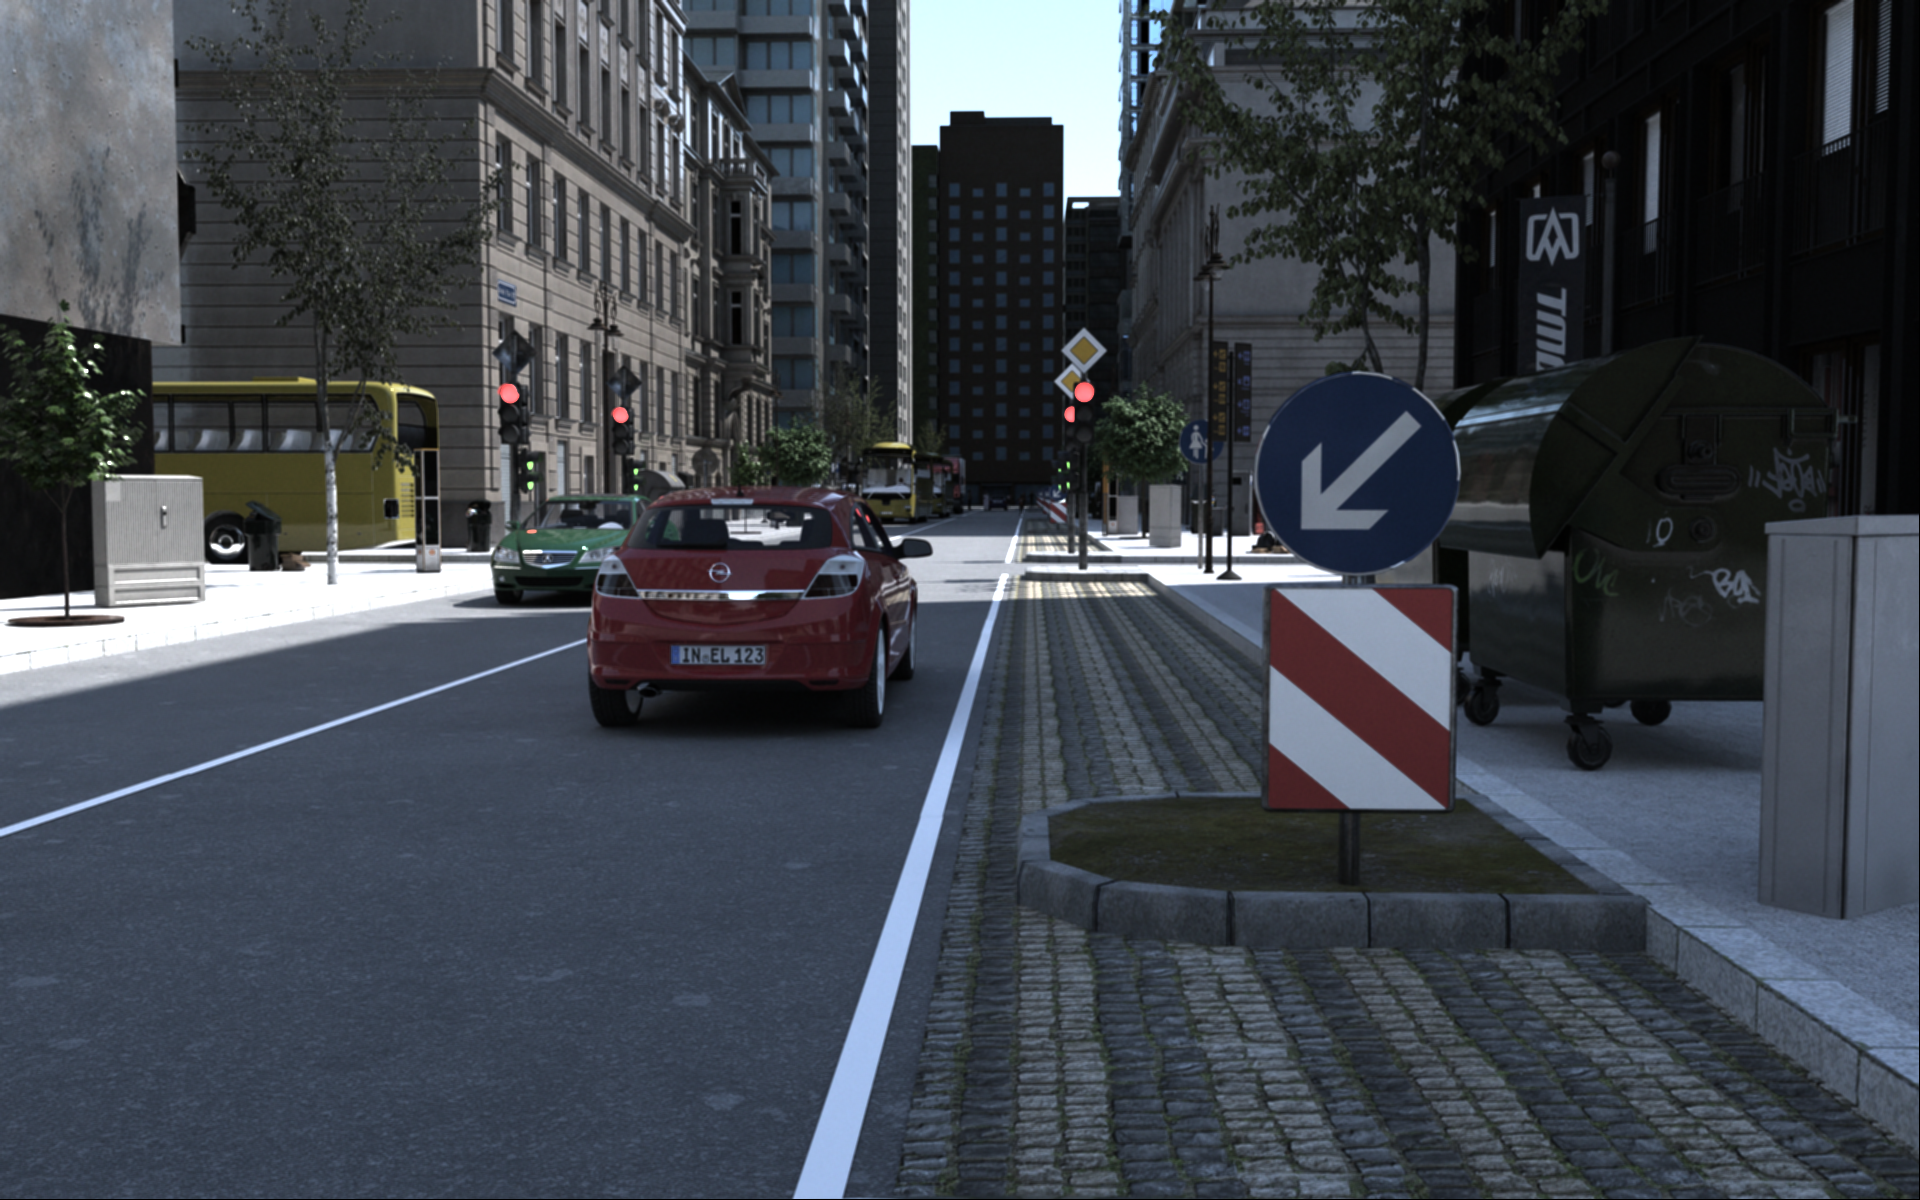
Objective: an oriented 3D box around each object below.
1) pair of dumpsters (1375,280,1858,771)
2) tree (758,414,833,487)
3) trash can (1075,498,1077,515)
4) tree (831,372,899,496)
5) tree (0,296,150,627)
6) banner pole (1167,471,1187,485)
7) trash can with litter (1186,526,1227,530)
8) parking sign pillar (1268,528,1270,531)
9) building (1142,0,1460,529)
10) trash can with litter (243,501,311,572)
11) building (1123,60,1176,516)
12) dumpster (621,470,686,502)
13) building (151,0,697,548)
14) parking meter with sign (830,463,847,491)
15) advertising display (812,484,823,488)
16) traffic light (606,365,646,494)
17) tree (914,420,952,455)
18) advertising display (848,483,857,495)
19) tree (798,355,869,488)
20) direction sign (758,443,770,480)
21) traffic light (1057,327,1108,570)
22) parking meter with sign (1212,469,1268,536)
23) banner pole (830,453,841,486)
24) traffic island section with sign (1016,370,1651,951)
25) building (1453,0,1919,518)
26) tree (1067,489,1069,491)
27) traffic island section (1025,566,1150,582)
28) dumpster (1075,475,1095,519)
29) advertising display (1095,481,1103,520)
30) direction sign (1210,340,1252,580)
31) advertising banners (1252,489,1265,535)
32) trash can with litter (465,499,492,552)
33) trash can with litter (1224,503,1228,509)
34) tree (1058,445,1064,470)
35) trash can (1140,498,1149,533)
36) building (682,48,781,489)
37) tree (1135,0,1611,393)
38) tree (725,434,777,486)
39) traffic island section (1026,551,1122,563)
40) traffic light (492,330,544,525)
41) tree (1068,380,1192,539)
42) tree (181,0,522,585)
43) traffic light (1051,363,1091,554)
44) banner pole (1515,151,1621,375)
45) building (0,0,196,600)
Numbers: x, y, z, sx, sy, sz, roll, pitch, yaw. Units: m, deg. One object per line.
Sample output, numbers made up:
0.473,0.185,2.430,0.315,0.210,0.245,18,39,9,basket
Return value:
3.412,-0.457,9.963,1.574,2.255,4.437,0,4,2,pair of dumpsters
-6.756,-5.377,71.629,4.285,4.588,4.351,0,3,0,tree
6.959,-5.472,101.115,0.748,1.137,0.748,0,3,0,trash can
-5.858,-9.480,105.362,4.737,8.622,4.395,0,3,0,tree
-8.755,-1.371,17.011,1.663,3.219,1.824,0,3,0,tree
7.428,-4.268,59.801,0.863,3.779,0.401,1,4,9,banner pole
8.710,-3.149,62.547,1.678,1.210,2.233,0,4,1,trash can with litter
11.083,-4.362,59.787,1.447,3.967,1.447,0,4,5,parking sign pillar
15.304,-14.252,74.816,13.314,21.916,24.055,0,4,2,building
-11.385,-1.072,28.910,1.055,1.170,0.624,0,4,4,trash can with litter
16.232,-18.470,99.240,12.463,27.353,25.104,0,4,2,building
-7.461,-2.226,42.147,1.264,1.857,1.865,0,4,2,dumpster
-16.334,-15.610,52.486,12.463,27.353,25.104,0,4,2,building
-6.556,-6.094,95.906,0.543,3.016,1.738,-2,4,-32,parking meter with sign
-8.816,-6.165,106.017,0.974,1.923,0.123,3,4,36,advertising display
-7.270,-2.977,37.599,0.839,4.253,0.868,0,4,2,traffic light
-2.606,-13.562,172.103,4.737,8.622,4.395,0,3,0,tree
-6.403,-5.828,100.502,0.974,1.923,0.123,-3,5,-41,advertising display
-6.841,-8.675,92.193,4.360,8.622,3.978,0,3,0,tree
-8.710,-5.209,77.158,0.379,3.537,0.876,-3,5,-42,direction sign
2.068,-2.467,29.256,0.839,4.253,0.868,0,4,2,traffic light
8.526,-3.456,52.771,1.738,3.016,0.543,1,4,19,parking meter with sign
-7.091,-6.593,97.808,0.863,3.779,0.401,0,4,0,banner pole
1.207,0.138,6.379,1.989,1.847,2.006,0,4,2,traffic island section with sign
13.316,-11.494,17.605,12.332,23.373,15.834,0,4,2,building
9.067,-8.712,137.039,1.663,3.219,1.824,0,3,0,tree
2.108,-0.433,29.368,2.009,0.180,2.903,0,4,2,traffic island section
6.632,-5.377,90.411,1.502,2.255,1.985,0,4,2,dumpster
6.971,-5.002,86.995,0.123,1.923,0.974,-1,4,-13,advertising display
4.039,-2.072,25.879,0.876,3.537,0.379,-3,5,-40,direction sign
9.316,-3.539,54.055,2.074,3.025,0.090,-2,4,-32,advertising banners
-10.752,-1.649,38.347,0.624,1.170,1.055,-2,4,-31,trash can with litter
9.107,-2.768,56.643,0.624,1.170,1.055,2,4,32,trash can with litter
6.821,-6.834,95.445,4.285,4.588,4.351,0,3,0,tree
6.312,-2.787,57.223,0.748,1.137,0.748,0,3,0,trash can
-16.537,-16.108,82.456,14.460,24.649,34.723,0,4,2,building
4.151,-4.055,16.661,4.737,8.622,4.395,0,3,0,tree
-6.964,-3.758,56.046,1.663,3.219,1.824,0,3,0,tree
2.424,-0.921,37.347,2.009,0.180,2.903,0,4,2,traffic island section
-7.586,-2.489,29.620,0.839,4.253,0.868,0,4,2,traffic light
5.312,-4.056,50.029,4.285,4.588,4.351,0,3,0,tree
-8.638,-4.518,24.237,4.360,8.622,3.978,0,3,0,tree
2.384,-2.955,37.235,0.839,4.253,0.868,0,4,2,traffic light
4.538,-1.396,12.837,0.863,3.779,0.401,1,4,21,banner pole
-20.009,-9.291,19.353,16.811,18.784,16.820,0,4,2,building
